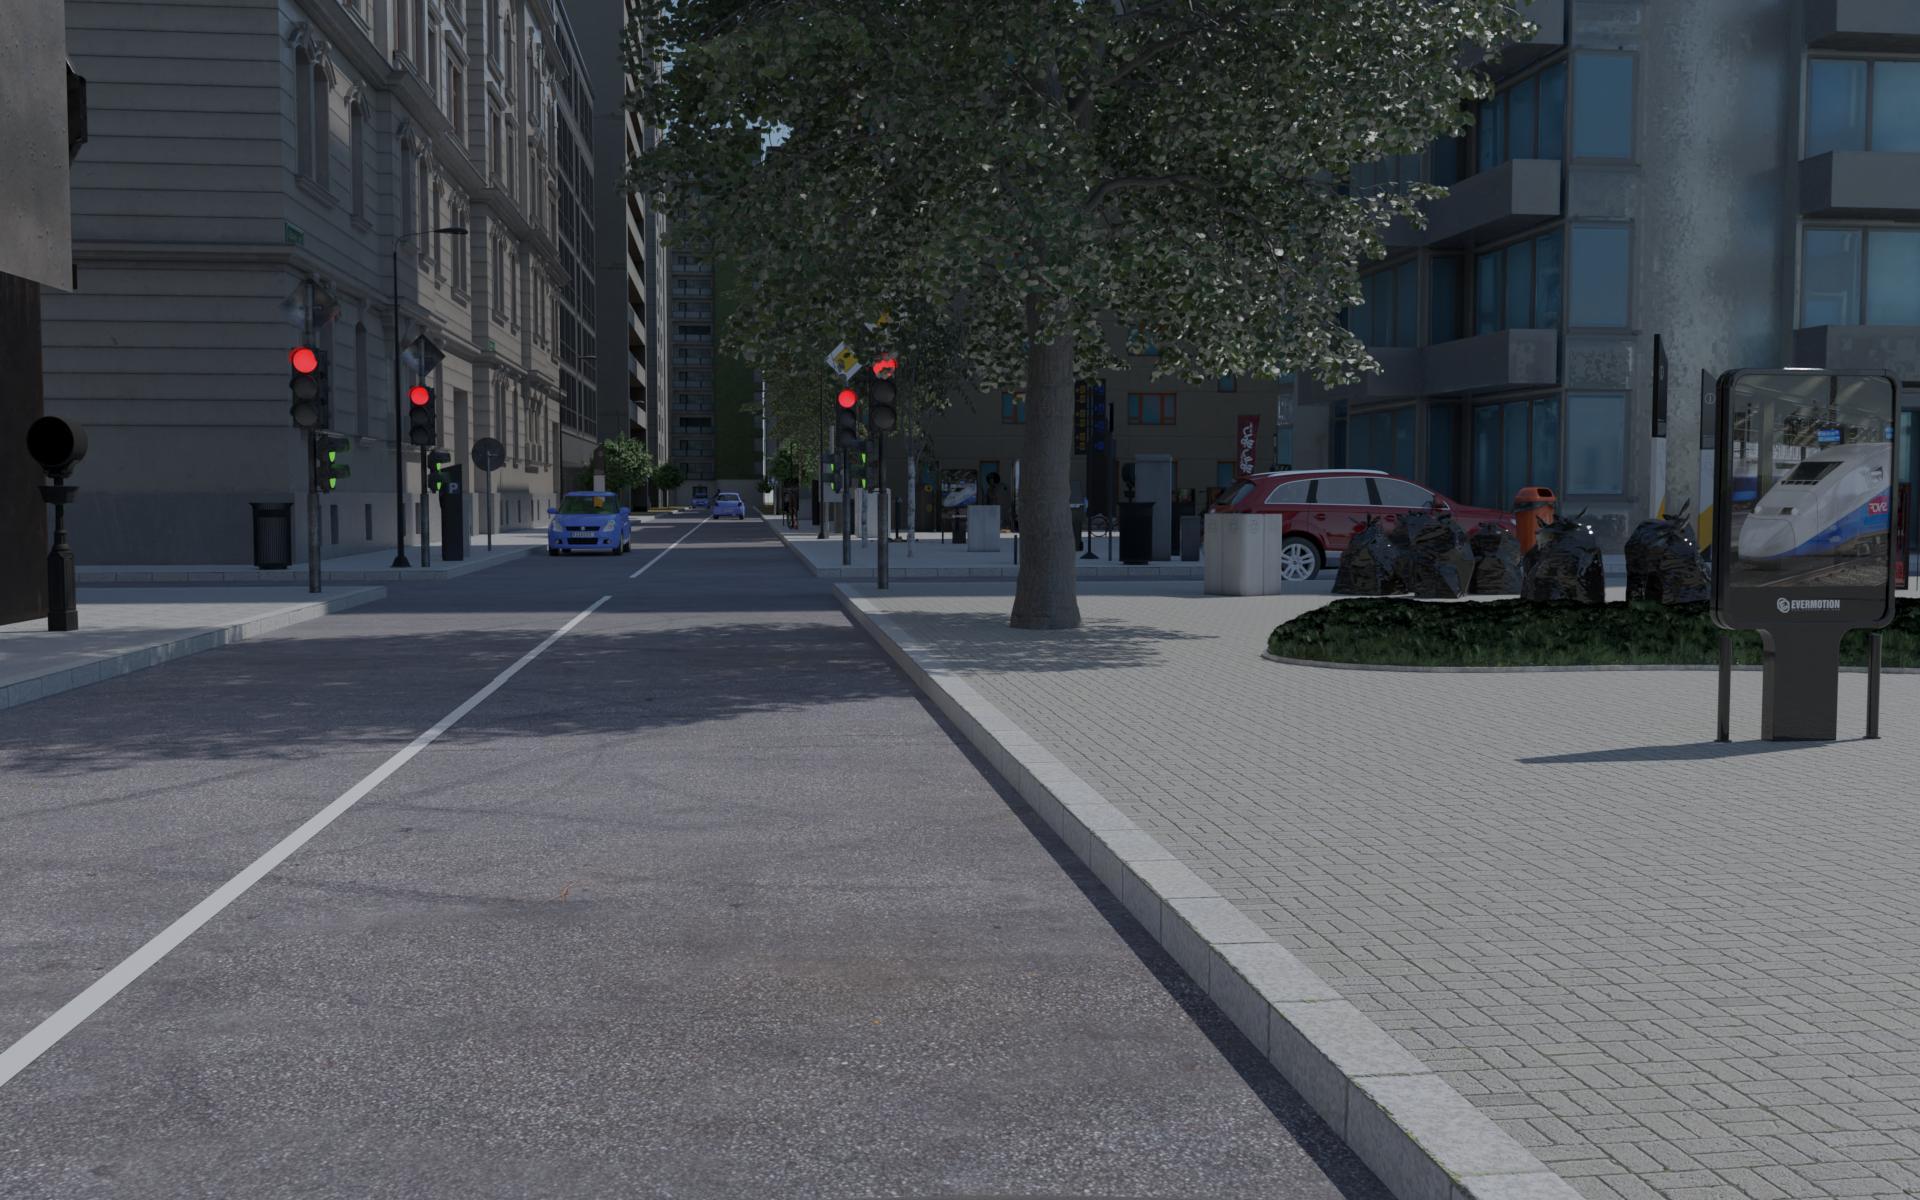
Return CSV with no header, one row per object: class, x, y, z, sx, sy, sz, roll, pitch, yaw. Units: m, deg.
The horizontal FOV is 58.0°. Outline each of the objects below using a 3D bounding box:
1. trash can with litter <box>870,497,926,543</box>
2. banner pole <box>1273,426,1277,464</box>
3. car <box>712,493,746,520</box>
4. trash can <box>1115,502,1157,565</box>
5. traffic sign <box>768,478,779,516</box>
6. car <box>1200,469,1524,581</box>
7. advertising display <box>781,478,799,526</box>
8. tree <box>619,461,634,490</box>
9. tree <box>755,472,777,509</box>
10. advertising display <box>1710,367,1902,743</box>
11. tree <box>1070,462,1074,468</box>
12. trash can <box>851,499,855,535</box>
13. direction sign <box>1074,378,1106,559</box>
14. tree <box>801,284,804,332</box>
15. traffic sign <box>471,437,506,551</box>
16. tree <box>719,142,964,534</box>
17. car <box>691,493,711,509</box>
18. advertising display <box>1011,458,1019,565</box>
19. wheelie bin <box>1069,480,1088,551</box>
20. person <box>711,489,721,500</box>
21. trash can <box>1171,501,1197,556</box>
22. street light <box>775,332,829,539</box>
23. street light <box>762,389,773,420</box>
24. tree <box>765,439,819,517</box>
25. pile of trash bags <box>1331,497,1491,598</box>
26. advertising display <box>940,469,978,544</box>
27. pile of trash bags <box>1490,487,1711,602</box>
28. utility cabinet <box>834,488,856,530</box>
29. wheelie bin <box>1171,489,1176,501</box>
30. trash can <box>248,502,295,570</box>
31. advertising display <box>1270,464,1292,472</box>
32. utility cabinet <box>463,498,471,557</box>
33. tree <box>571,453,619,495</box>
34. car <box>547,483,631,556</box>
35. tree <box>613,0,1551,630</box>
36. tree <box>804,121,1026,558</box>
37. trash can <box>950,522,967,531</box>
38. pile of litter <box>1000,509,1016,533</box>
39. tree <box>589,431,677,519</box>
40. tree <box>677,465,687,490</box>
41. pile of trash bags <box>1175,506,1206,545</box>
trash can with litter,-1.567,-2.176,46.635,1.678,1.210,2.233,0,4,1
banner pole,11.529,-4.479,63.242,0.401,3.779,0.863,2,4,24
car,-13.107,-5.422,98.236,1.945,1.707,3.694,0,4,-6
trash can,3.192,-1.210,31.436,0.748,1.137,0.748,0,3,0
traffic sign,-10.769,-6.153,100.705,0.768,2.556,0.104,0,4,-5
car,6.507,-1.154,27.542,5.304,1.827,2.281,0,4,-6
advertising display,-6.903,-3.986,70.377,0.123,1.923,0.974,2,4,34
tree,-16.780,-5.440,83.551,1.663,3.219,1.824,0,3,0
tree,-18.865,-10.602,167.950,1.663,3.219,1.824,0,3,0
advertising display,4.375,-0.230,8.978,0.974,1.923,0.123,-1,4,-9
tree,2.495,-3.427,50.635,1.663,3.219,1.824,0,3,0
trash can,-3.246,-2.629,54.631,0.748,1.137,0.748,0,3,0
direction sign,2.567,-2.584,34.238,0.379,3.537,0.876,-3,4,-39
tree,-2.083,-5.541,40.966,4.360,8.622,3.978,0,3,0
traffic sign,-10.571,-2.369,38.843,0.768,2.556,0.104,0,4,-1
tree,-3.755,-8.406,55.567,7.486,12.596,7.792,0,3,0
car,-25.614,-9.892,171.331,1.945,1.707,3.694,0,4,-7
advertising display,1.391,-1.611,31.547,0.974,1.923,0.123,-2,4,-25
wheelie bin,2.374,-1.896,38.910,0.980,1.594,0.693,-1,4,-11
person,-20.944,-8.697,150.321,1.348,1.869,0.705,1,4,20
trash can,4.549,-1.494,36.075,0.748,1.137,0.748,0,3,0
street light,-4.446,-4.673,48.951,1.470,5.913,1.316,0,4,-7
street light,-8.044,-6.389,77.005,1.470,5.913,1.316,0,4,-7
tree,-9.179,-6.941,97.192,4.285,4.588,4.351,0,3,0
pile of trash bags,6.604,-0.789,22.653,3.447,1.369,1.912,-2,4,-35
advertising display,-0.018,-2.414,44.689,0.974,1.923,0.123,0,4,4
pile of trash bags,7.376,-0.478,17.575,3.447,1.369,1.912,2,4,28
utility cabinet,-3.882,-3.168,60.476,0.318,1.500,1.173,3,5,43
wheelie bin,7.024,-3.161,59.587,0.693,1.594,0.980,-1,4,-17
trash can,-11.697,-1.089,29.459,0.748,1.137,0.748,0,3,0
advertising display,6.887,-1.958,37.233,0.123,1.923,0.974,2,4,32
utility cabinet,-10.193,-1.491,35.533,0.306,1.237,1.020,-1,4,-13
tree,-17.177,-5.281,80.946,1.663,3.219,1.824,0,3,0
car,-8.817,-1.941,41.326,1.945,1.707,3.694,0,4,-6
tree,0.902,-6.711,16.378,9.857,13.997,8.962,0,3,0
tree,-0.741,-5.162,34.765,4.360,8.622,3.978,0,3,0
trash can,-0.038,-2.818,57.721,0.748,1.137,0.748,0,3,0
pile of litter,1.930,-2.629,56.956,1.719,0.858,1.176,-1,4,-10
tree,-17.427,-6.467,89.452,4.285,4.588,4.351,0,3,0
tree,-26.100,-10.446,154.499,4.285,4.588,4.351,0,3,0
pile of trash bags,6.400,-2.148,44.867,1.912,1.369,3.447,2,4,31
